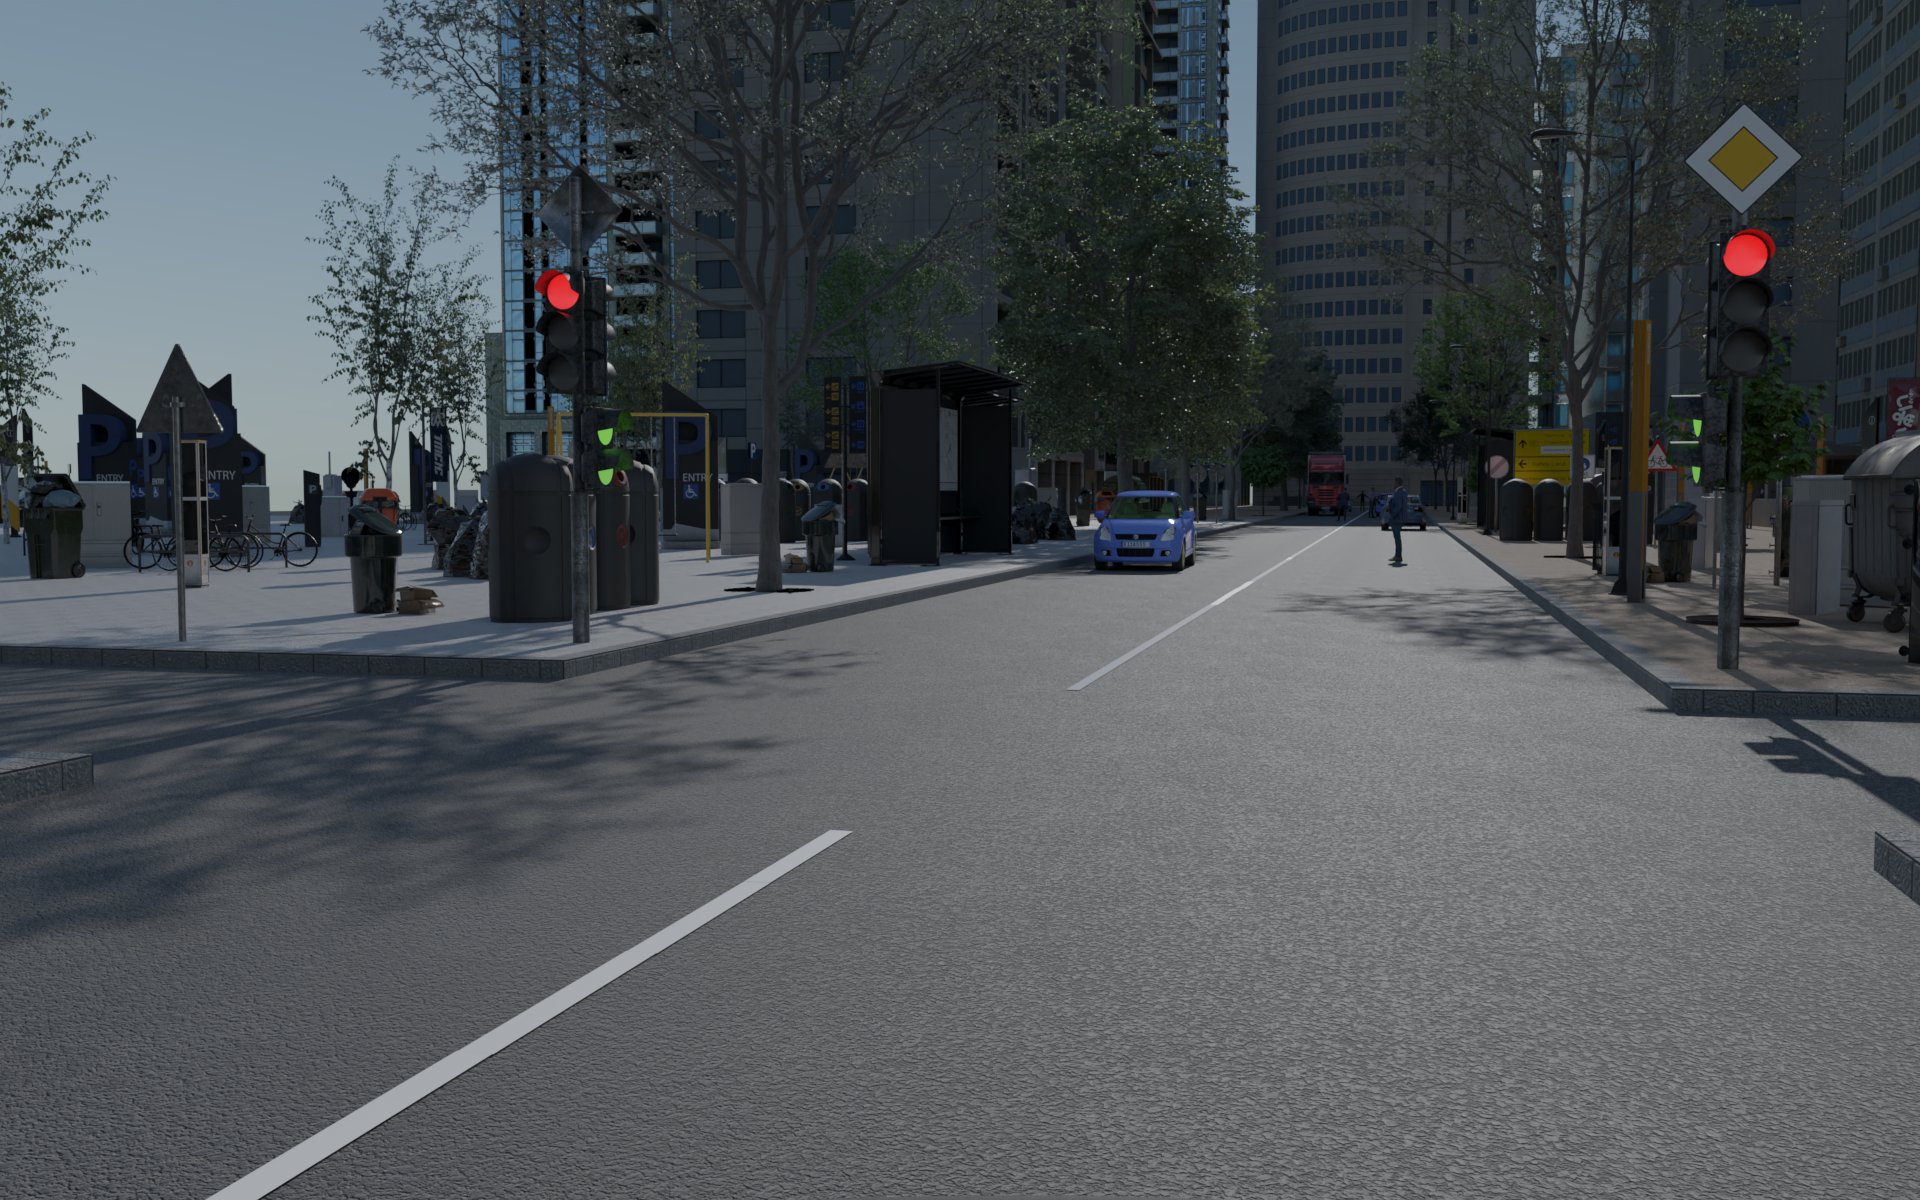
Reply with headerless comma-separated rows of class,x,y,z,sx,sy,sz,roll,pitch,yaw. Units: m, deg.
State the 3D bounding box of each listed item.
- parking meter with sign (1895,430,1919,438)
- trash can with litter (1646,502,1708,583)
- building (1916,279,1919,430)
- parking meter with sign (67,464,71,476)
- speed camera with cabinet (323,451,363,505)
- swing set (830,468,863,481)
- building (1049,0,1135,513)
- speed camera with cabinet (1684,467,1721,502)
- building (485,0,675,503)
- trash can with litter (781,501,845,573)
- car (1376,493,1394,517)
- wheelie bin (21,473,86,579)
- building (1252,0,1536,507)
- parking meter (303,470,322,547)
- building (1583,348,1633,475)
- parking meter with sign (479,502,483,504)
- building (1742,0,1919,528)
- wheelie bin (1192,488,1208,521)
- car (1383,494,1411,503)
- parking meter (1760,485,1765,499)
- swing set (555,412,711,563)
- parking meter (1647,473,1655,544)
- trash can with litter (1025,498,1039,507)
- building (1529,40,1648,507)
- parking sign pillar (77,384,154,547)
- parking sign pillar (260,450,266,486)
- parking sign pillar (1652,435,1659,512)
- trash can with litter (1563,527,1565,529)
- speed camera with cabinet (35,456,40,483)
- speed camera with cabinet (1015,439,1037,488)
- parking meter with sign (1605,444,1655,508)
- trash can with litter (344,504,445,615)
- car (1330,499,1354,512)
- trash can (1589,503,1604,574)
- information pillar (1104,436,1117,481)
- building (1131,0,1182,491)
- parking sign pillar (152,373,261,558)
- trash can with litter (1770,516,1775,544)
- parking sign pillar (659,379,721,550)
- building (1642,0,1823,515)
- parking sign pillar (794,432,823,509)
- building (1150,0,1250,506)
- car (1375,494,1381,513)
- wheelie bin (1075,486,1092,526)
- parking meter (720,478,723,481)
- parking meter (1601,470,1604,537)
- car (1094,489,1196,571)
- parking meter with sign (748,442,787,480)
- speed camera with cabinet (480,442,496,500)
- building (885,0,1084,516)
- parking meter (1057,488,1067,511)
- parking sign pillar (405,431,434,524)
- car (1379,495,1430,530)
parking meter with sign,11.677,-1.508,20.924,0.543,3.016,1.738,0,4,0
trash can with litter,10.257,-0.839,25.108,1.055,1.170,0.624,-2,4,-30
building,31.451,-23.744,38.318,14.600,45.320,14.200,1,4,14
parking meter with sign,-51.939,-6.303,99.310,1.738,3.016,0.543,-3,4,-39
speed camera with cabinet,-28.542,-5.262,80.372,2.038,3.252,0.660,1,4,19
swing set,-4.893,-4.967,78.829,2.862,2.851,3.119,1,4,23
building,4.012,-26.683,119.864,14.154,41.232,14.086,1,4,14
speed camera with cabinet,22.538,-3.550,52.375,0.660,3.252,2.038,3,5,43
building,-26.017,-51.288,151.226,31.000,86.520,22.319,1,4,14
trash can with litter,-2.448,-1.038,28.357,1.055,1.170,0.624,-3,5,-42
car,27.365,-6.162,110.334,1.945,1.707,3.694,1,4,13
wheelie bin,-13.784,-1.128,26.359,0.980,1.594,0.693,1,4,17
building,46.461,-39.482,187.524,28.212,58.520,21.231,1,4,14
parking meter,-15.656,-2.214,41.911,0.399,1.863,0.255,-2,4,-28
building,59.467,-49.749,126.072,22.319,86.520,31.000,1,4,14
parking meter with sign,-24.510,-5.800,91.096,1.738,3.016,0.543,-3,5,-44
building,46.946,-22.666,62.474,32.217,40.220,23.993,1,4,14
wheelie bin,11.616,-4.648,83.906,0.693,1.594,0.980,0,4,-2
car,26.131,-5.651,102.616,2.015,1.641,3.980,1,4,13
parking meter,37.993,-4.682,82.261,0.399,1.863,0.255,-1,4,-22
swing set,-6.415,-2.191,33.442,3.119,2.851,2.862,0,4,-8
parking meter,17.558,-2.363,44.352,0.399,1.863,0.255,0,4,-4
trash can with litter,2.420,-2.461,51.628,1.055,1.170,0.624,2,4,28
building,75.171,-34.379,181.710,30.456,49.044,23.786,1,4,14
parking sign pillar,-20.789,-3.289,42.246,1.447,3.967,1.447,0,4,5
parking sign pillar,-32.145,-5.506,78.496,1.447,3.967,1.447,1,4,11
parking sign pillar,31.396,-5.566,79.470,1.447,3.967,1.447,-1,4,-23
trash can with litter,21.598,-2.999,60.422,1.055,1.170,0.624,-2,4,-29
speed camera with cabinet,-48.130,-5.882,90.514,0.660,3.252,2.038,-1,4,-12
speed camera with cabinet,2.684,-4.178,62.641,0.660,3.252,2.038,2,4,29
parking meter with sign,23.391,-3.925,60.436,1.738,3.016,0.543,-1,4,-17
trash can with litter,-6.089,-0.447,18.702,1.055,1.170,0.624,1,4,14
car,30.986,-7.881,140.854,2.014,1.417,4.499,1,4,13
trash can,10.473,-0.987,27.786,0.748,1.137,0.748,0,3,0
information pillar,5.473,-4.380,62.964,0.504,3.616,0.183,-1,4,-13
building,3.313,-30.078,146.406,28.867,44.769,22.147,1,4,14
parking sign pillar,-15.431,-2.873,35.453,1.447,3.967,1.447,3,5,44
trash can with litter,13.249,-0.958,27.054,1.055,1.170,0.624,1,4,17
parking sign pillar,-6.322,-3.191,40.644,1.447,3.967,1.447,0,4,-7
building,50.572,-34.048,98.688,21.231,58.520,28.212,1,4,14
parking sign pillar,-6.557,-5.295,75.045,1.447,3.967,1.447,3,4,37
building,17.002,-53.920,194.261,31.000,86.520,22.319,1,4,14
car,32.616,-7.491,132.263,2.009,1.686,4.222,1,4,15
wheelie bin,4.973,-3.781,69.721,0.693,1.594,0.980,0,4,2
parking meter,-8.928,-3.548,63.729,0.399,1.863,0.255,1,4,16
parking meter,15.952,-2.252,42.524,0.255,1.863,0.399,-1,4,-15
car,3.621,-1.469,33.606,1.945,1.707,3.694,1,4,12
parking meter with sign,-6.227,-3.798,58.363,1.738,3.016,0.543,1,4,15
speed camera with cabinet,-17.693,-4.398,66.251,0.660,3.252,2.038,0,4,8
building,-3.442,-40.576,101.671,20.563,71.187,20.611,1,4,14
parking meter,3.979,-3.623,67.647,0.372,1.533,0.369,0,3,0
parking sign pillar,-23.218,-5.272,74.667,1.447,3.967,1.447,1,4,11
car,17.968,-3.550,70.050,2.014,1.417,4.499,1,4,15
